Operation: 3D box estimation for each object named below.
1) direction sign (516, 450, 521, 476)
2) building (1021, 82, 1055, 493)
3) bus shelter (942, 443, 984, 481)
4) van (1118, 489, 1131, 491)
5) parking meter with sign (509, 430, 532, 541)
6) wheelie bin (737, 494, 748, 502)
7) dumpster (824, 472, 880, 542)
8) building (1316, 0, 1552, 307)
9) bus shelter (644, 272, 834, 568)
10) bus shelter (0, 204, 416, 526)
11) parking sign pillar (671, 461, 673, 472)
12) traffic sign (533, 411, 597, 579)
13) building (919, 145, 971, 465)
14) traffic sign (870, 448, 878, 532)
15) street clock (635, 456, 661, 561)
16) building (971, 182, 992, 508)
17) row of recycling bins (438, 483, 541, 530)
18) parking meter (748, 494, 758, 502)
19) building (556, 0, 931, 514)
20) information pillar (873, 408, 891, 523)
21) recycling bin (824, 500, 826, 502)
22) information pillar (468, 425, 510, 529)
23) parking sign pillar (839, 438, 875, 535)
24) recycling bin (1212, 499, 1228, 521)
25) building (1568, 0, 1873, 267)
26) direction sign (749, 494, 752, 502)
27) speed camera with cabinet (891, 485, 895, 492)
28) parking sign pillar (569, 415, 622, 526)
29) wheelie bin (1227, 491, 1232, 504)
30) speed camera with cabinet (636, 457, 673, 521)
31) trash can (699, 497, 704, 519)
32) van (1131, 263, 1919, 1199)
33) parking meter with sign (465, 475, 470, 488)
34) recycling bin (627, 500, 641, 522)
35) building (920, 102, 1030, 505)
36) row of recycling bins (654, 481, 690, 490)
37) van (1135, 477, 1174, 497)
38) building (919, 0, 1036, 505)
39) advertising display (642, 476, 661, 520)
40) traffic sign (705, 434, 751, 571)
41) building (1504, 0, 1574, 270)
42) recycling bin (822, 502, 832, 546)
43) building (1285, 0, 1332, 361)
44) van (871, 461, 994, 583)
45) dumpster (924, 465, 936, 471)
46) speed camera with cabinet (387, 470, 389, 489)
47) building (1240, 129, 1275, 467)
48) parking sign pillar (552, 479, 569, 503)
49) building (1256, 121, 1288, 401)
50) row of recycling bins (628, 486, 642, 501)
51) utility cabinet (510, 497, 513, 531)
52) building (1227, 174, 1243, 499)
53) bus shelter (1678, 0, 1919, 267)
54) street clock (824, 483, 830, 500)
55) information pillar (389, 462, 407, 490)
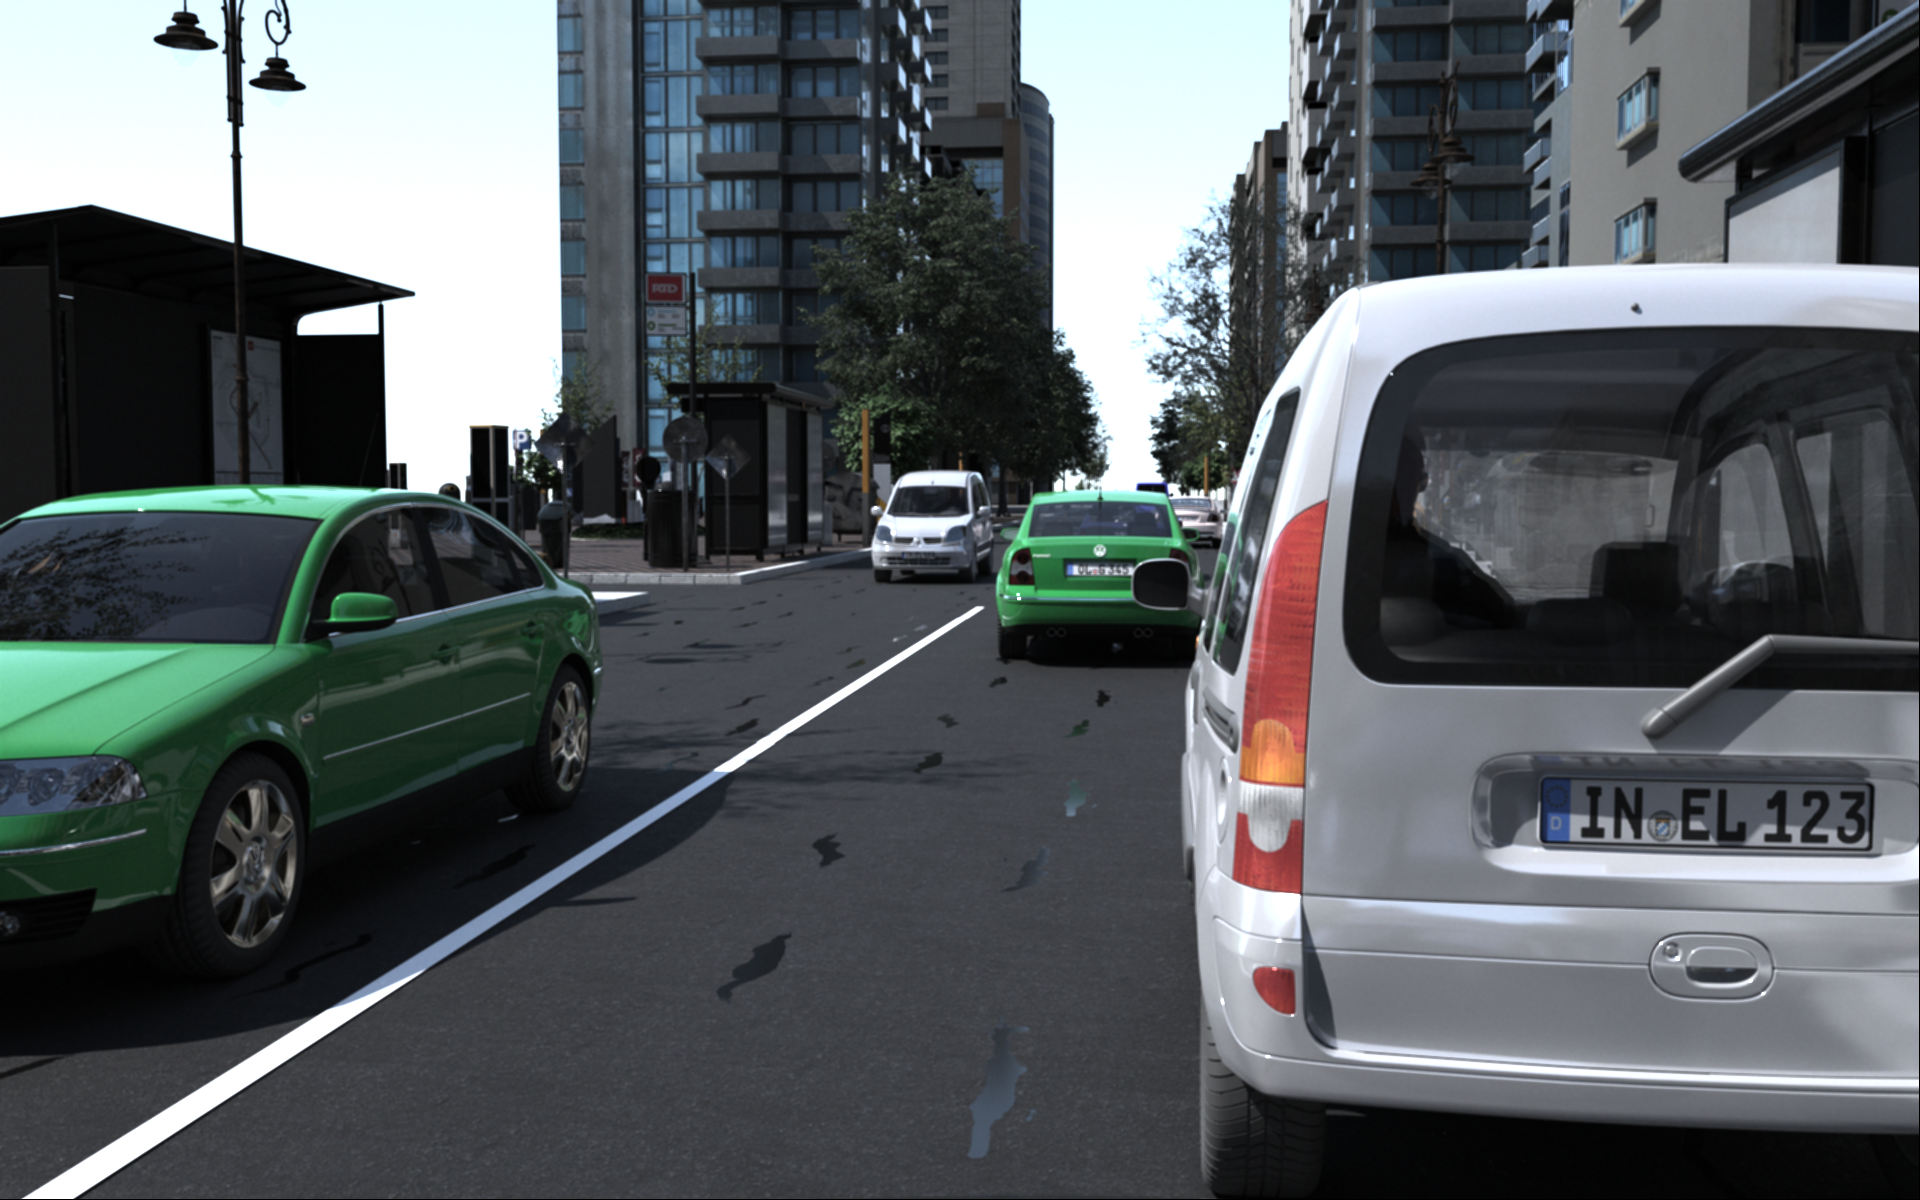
[{"bbox_3d":[-21.353,-5.623,83.933,0.379,3.537,0.876,0,4,6],"label":"direction sign"},{"bbox_3d":[1.963,-43.012,245.245,21.231,58.520,28.212,0,4,7],"label":"building"},{"bbox_3d":[0.246,-5.195,76.223,1.731,3.624,6.357,0,4,7],"label":"bus shelter"},{"bbox_3d":[21.039,-13.346,222.584,2.240,2.365,5.245,0,4,8],"label":"van"},{"bbox_3d":[-12.070,-3.050,46.134,0.543,3.016,1.738,1,4,15],"label":"parking meter with sign"},{"bbox_3d":[-13.216,-5.983,105.731,0.693,1.594,0.980,-3,5,-42],"label":"wheelie bin"},{"bbox_3d":[-2.876,-2.445,45.735,1.264,1.857,1.865,0,4,6],"label":"dumpster"},{"bbox_3d":[37.648,-30.886,124.599,23.786,49.044,30.456,0,4,7],"label":"building"},{"bbox_3d":[-4.337,-3.448,34.014,2.179,5.291,8.768,0,4,6],"label":"bus shelter"},{"bbox_3d":[-7.532,-1.589,17.267,1.731,3.624,6.357,0,4,7],"label":"bus shelter"},{"bbox_3d":[-16.470,-6.818,99.950,1.447,3.967,1.447,-1,4,-14],"label":"parking sign pillar"},{"bbox_3d":[-4.803,-1.066,21.076,0.795,2.450,0.064,0,4,7],"label":"traffic sign"},{"bbox_3d":[-7.088,-22.767,143.946,14.160,30.474,14.107,0,4,7],"label":"building"},{"bbox_3d":[-2.324,-2.924,47.915,0.768,2.556,0.104,1,4,12],"label":"traffic sign"},{"bbox_3d":[-5.994,-1.757,33.296,0.471,2.002,0.358,-1,4,-20],"label":"street clock"},{"bbox_3d":[-4.745,-23.625,157.963,14.160,30.474,14.107,0,4,7],"label":"building"},{"bbox_3d":[-16.956,-3.365,62.123,3.534,1.692,1.069,0,4,1],"label":"row of recycling bins"},{"bbox_3d":[-7.137,-3.143,59.794,0.372,1.533,0.369,0,3,0],"label":"parking meter"},{"bbox_3d":[-14.070,-30.655,120.814,23.786,49.044,30.456,0,4,7],"label":"building"},{"bbox_3d":[-2.110,-3.424,47.330,0.504,3.616,0.183,0,4,-1],"label":"information pillar"},{"bbox_3d":[-5.862,-3.719,73.359,0.722,1.027,0.722,0,4,-6],"label":"recycling bin"},{"bbox_3d":[-5.022,-0.858,18.528,0.304,2.012,0.304,1,4,20],"label":"information pillar"},{"bbox_3d":[-3.188,-4.081,55.194,1.447,3.967,1.447,1,4,12],"label":"parking sign pillar"},{"bbox_3d":[12.251,-4.215,81.477,0.722,1.027,0.722,2,4,32],"label":"recycling bin"},{"bbox_3d":[27.235,-25.629,42.733,21.600,48.544,21.300,0,4,7],"label":"building"},{"bbox_3d":[-5.036,-3.039,41.677,0.379,3.537,0.876,1,4,8],"label":"direction sign"},{"bbox_3d":[-2.287,-4.905,74.531,0.660,3.252,2.038,3,5,45],"label":"speed camera with cabinet"},{"bbox_3d":[-12.279,-4.339,59.415,1.447,3.967,1.447,1,4,22],"label":"parking sign pillar"},{"bbox_3d":[15.917,-5.689,100.928,0.693,1.594,0.980,0,4,3],"label":"wheelie bin"},{"bbox_3d":[-12.407,-4.728,71.643,0.660,3.252,2.038,3,5,41],"label":"speed camera with cabinet"},{"bbox_3d":[-13.811,-4.854,91.018,0.748,1.137,0.748,0,3,0],"label":"trash can"},{"bbox_3d":[1.473,0.135,4.808,2.013,2.044,4.112,0,4,7],"label":"van"},{"bbox_3d":[-19.599,-4.515,70.075,1.738,3.016,0.543,1,4,18],"label":"parking meter with sign"},{"bbox_3d":[-12.946,-3.398,68.115,0.722,1.027,0.722,-1,4,-13],"label":"recycling bin"},{"bbox_3d":[0.683,-33.802,202.774,14.600,45.320,14.200,0,4,7],"label":"building"},{"bbox_3d":[-9.509,-3.055,57.057,1.069,1.692,3.534,0,4,-3],"label":"row of recycling bins"},{"bbox_3d":[10.266,-5.385,92.424,2.240,2.365,5.245,0,4,7],"label":"van"},{"bbox_3d":[-0.617,-47.843,220.491,20.563,71.187,20.611,0,4,7],"label":"building"},{"bbox_3d":[-10.697,-3.361,60.166,0.123,1.923,0.974,2,4,25],"label":"advertising display"},{"bbox_3d":[-3.892,-1.551,29.009,0.795,2.450,0.064,0,4,7],"label":"traffic sign"},{"bbox_3d":[35.559,-46.958,80.439,22.319,86.520,31.000,0,4,7],"label":"building"},{"bbox_3d":[-3.637,-1.843,42.694,0.722,1.027,0.722,3,4,37],"label":"recycling bin"},{"bbox_3d":[43.434,-34.493,153.203,28.713,52.752,27.495,0,4,7],"label":"building"},{"bbox_3d":[-0.413,-1.369,29.391,2.013,2.044,4.112,0,4,7],"label":"van"},{"bbox_3d":[-1.317,-3.355,57.342,1.502,2.255,1.985,0,4,6],"label":"dumpster"},{"bbox_3d":[-20.709,-4.062,60.754,0.660,3.252,2.038,1,4,9],"label":"speed camera with cabinet"},{"bbox_3d":[48.264,-36.800,225.387,21.300,48.544,21.600,0,4,7],"label":"building"},{"bbox_3d":[-15.520,-4.970,69.724,1.447,3.967,1.447,1,4,10],"label":"parking sign pillar"},{"bbox_3d":[42.952,-34.123,208.029,14.600,45.320,14.200,0,4,7],"label":"building"},{"bbox_3d":[-13.998,-4.257,76.712,1.069,1.692,3.534,0,4,2],"label":"row of recycling bins"},{"bbox_3d":[-10.792,-1.809,40.731,0.306,1.237,1.020,-2,4,-31],"label":"utility cabinet"},{"bbox_3d":[49.551,-38.139,247.270,21.300,48.544,21.600,0,4,7],"label":"building"},{"bbox_3d":[5.232,-1.906,8.797,2.179,5.291,8.768,0,4,7],"label":"bus shelter"},{"bbox_3d":[-8.131,-6.151,105.133,0.471,2.002,0.358,0,4,-1],"label":"street clock"},{"bbox_3d":[-13.081,-2.194,40.356,0.304,2.012,0.304,1,4,18],"label":"information pillar"}]
